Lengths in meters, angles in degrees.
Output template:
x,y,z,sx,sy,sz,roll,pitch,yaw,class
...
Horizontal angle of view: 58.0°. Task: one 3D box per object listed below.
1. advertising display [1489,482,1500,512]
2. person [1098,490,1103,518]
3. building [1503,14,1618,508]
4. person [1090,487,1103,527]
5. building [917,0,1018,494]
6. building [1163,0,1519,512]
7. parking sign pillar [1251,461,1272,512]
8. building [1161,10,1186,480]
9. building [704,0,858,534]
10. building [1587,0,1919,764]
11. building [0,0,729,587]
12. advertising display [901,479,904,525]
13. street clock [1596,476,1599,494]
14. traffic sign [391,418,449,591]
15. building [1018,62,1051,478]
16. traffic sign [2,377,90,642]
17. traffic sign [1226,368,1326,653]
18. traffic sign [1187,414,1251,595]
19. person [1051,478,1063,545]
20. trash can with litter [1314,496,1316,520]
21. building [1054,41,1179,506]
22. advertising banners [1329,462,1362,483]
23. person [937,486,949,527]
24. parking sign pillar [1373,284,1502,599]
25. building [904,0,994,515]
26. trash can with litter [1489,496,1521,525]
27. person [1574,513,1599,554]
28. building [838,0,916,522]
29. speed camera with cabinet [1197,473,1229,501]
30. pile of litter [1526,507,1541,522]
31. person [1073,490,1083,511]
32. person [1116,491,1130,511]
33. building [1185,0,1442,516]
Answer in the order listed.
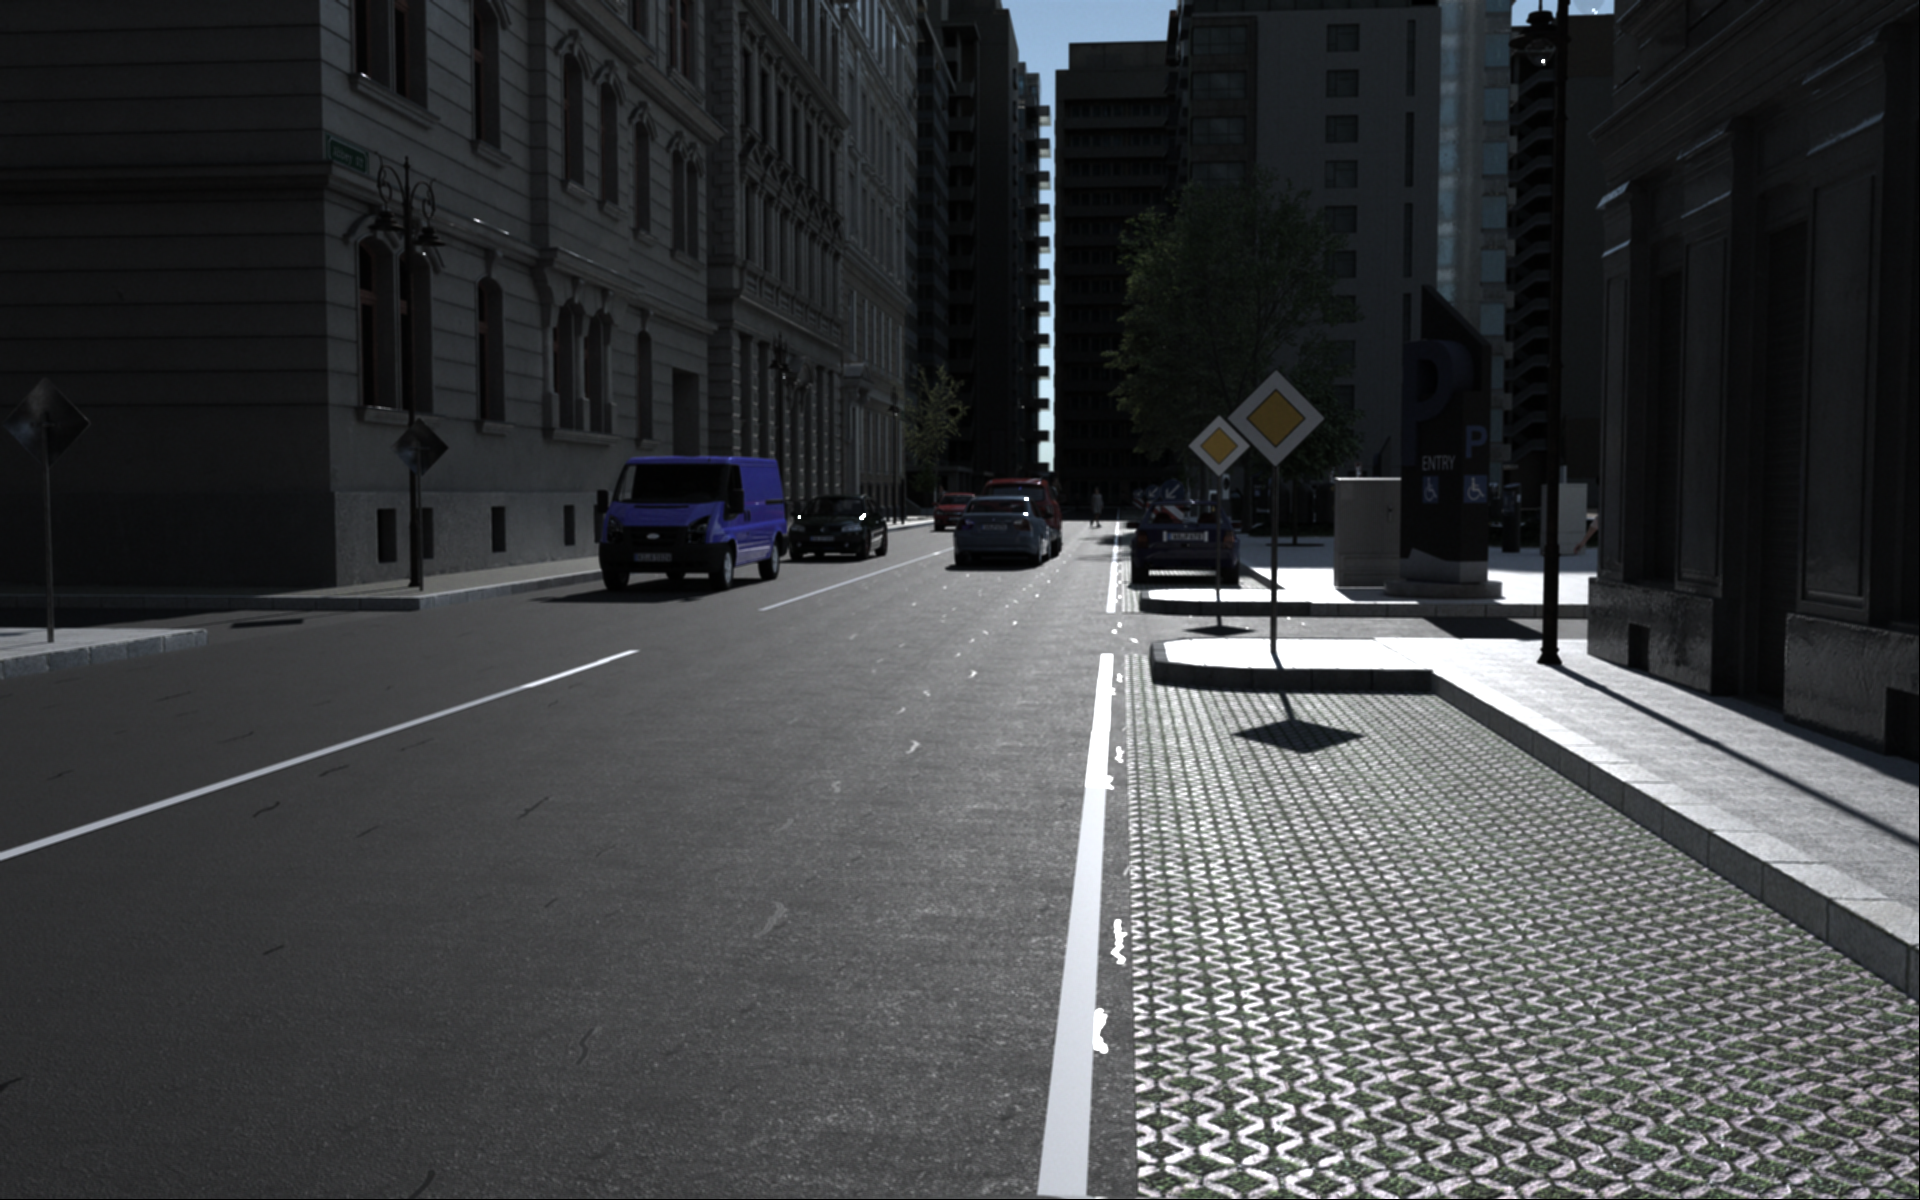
x,y,z,sx,sy,sz,roll,pitch,yaw,class
27.716,-5.217,90.513,0.123,1.923,0.974,-3,5,-43,advertising display
8.406,-5.849,105.058,0.541,1.710,0.530,-1,4,-18,person
55.888,-31.225,160.647,14.200,45.320,14.600,0,4,5,building
5.893,-4.030,75.146,0.466,1.731,0.760,-3,5,-43,person
-5.652,-32.976,162.864,21.600,48.544,21.300,0,4,5,building
27.164,-31.017,126.741,23.786,49.044,30.456,0,4,5,building
16.037,-6.388,92.908,1.447,3.967,1.447,2,4,35,parking sign pillar
29.503,-30.689,156.388,22.147,44.769,28.867,0,4,5,building
-10.101,-13.929,56.613,11.050,23.489,19.941,0,4,5,building
8.872,-9.468,3.946,9.793,20.994,18.267,0,4,5,building
-13.736,-15.118,34.562,14.401,28.519,23.554,0,4,5,building
-2.426,-4.169,73.385,0.123,1.923,0.974,0,4,-3,advertising display
23.049,-3.519,62.100,0.471,2.002,0.358,2,4,25,street clock
-7.131,-1.177,22.879,0.795,2.450,0.064,0,4,5,traffic sign
-5.117,-35.085,193.246,30.456,49.044,23.786,0,4,5,building
-7.866,-0.690,14.928,0.795,2.450,0.064,0,4,5,traffic sign
2.532,-0.630,13.950,0.795,2.450,0.064,0,4,5,traffic sign
3.267,-1.117,21.901,0.795,2.450,0.064,0,4,5,traffic sign
2.712,-2.528,49.188,0.474,1.900,0.648,0,4,6,person
18.048,-4.543,85.334,2.233,1.210,1.678,-1,4,-21,trash can with litter
21.297,-34.618,189.701,21.600,48.544,21.300,0,4,5,building
19.449,-5.540,86.774,2.074,3.025,0.090,1,4,10,advertising banners
-0.713,-4.152,76.566,0.592,1.802,0.473,0,4,2,person
6.084,-2.034,21.733,1.447,3.967,1.447,-1,4,-19,parking sign pillar
-13.727,-27.205,136.676,32.217,40.220,23.993,0,4,5,building
22.304,-3.668,71.031,1.678,1.210,2.233,-3,5,-45,trash can with litter
6.551,-0.508,17.473,0.731,1.740,0.598,0,4,-6,person
-9.729,-17.773,76.495,13.634,28.700,20.117,0,4,5,building
10.941,-4.915,74.702,0.660,3.252,2.038,2,4,34,speed camera with cabinet
20.968,-2.936,61.963,1.719,0.858,1.176,0,4,3,pile of litter
9.827,-8.248,144.071,0.721,1.736,1.217,-3,5,-39,person
13.980,-8.522,148.538,1.217,1.736,0.721,1,4,9,person
20.734,-20.381,104.939,14.160,30.474,14.107,0,4,5,building
